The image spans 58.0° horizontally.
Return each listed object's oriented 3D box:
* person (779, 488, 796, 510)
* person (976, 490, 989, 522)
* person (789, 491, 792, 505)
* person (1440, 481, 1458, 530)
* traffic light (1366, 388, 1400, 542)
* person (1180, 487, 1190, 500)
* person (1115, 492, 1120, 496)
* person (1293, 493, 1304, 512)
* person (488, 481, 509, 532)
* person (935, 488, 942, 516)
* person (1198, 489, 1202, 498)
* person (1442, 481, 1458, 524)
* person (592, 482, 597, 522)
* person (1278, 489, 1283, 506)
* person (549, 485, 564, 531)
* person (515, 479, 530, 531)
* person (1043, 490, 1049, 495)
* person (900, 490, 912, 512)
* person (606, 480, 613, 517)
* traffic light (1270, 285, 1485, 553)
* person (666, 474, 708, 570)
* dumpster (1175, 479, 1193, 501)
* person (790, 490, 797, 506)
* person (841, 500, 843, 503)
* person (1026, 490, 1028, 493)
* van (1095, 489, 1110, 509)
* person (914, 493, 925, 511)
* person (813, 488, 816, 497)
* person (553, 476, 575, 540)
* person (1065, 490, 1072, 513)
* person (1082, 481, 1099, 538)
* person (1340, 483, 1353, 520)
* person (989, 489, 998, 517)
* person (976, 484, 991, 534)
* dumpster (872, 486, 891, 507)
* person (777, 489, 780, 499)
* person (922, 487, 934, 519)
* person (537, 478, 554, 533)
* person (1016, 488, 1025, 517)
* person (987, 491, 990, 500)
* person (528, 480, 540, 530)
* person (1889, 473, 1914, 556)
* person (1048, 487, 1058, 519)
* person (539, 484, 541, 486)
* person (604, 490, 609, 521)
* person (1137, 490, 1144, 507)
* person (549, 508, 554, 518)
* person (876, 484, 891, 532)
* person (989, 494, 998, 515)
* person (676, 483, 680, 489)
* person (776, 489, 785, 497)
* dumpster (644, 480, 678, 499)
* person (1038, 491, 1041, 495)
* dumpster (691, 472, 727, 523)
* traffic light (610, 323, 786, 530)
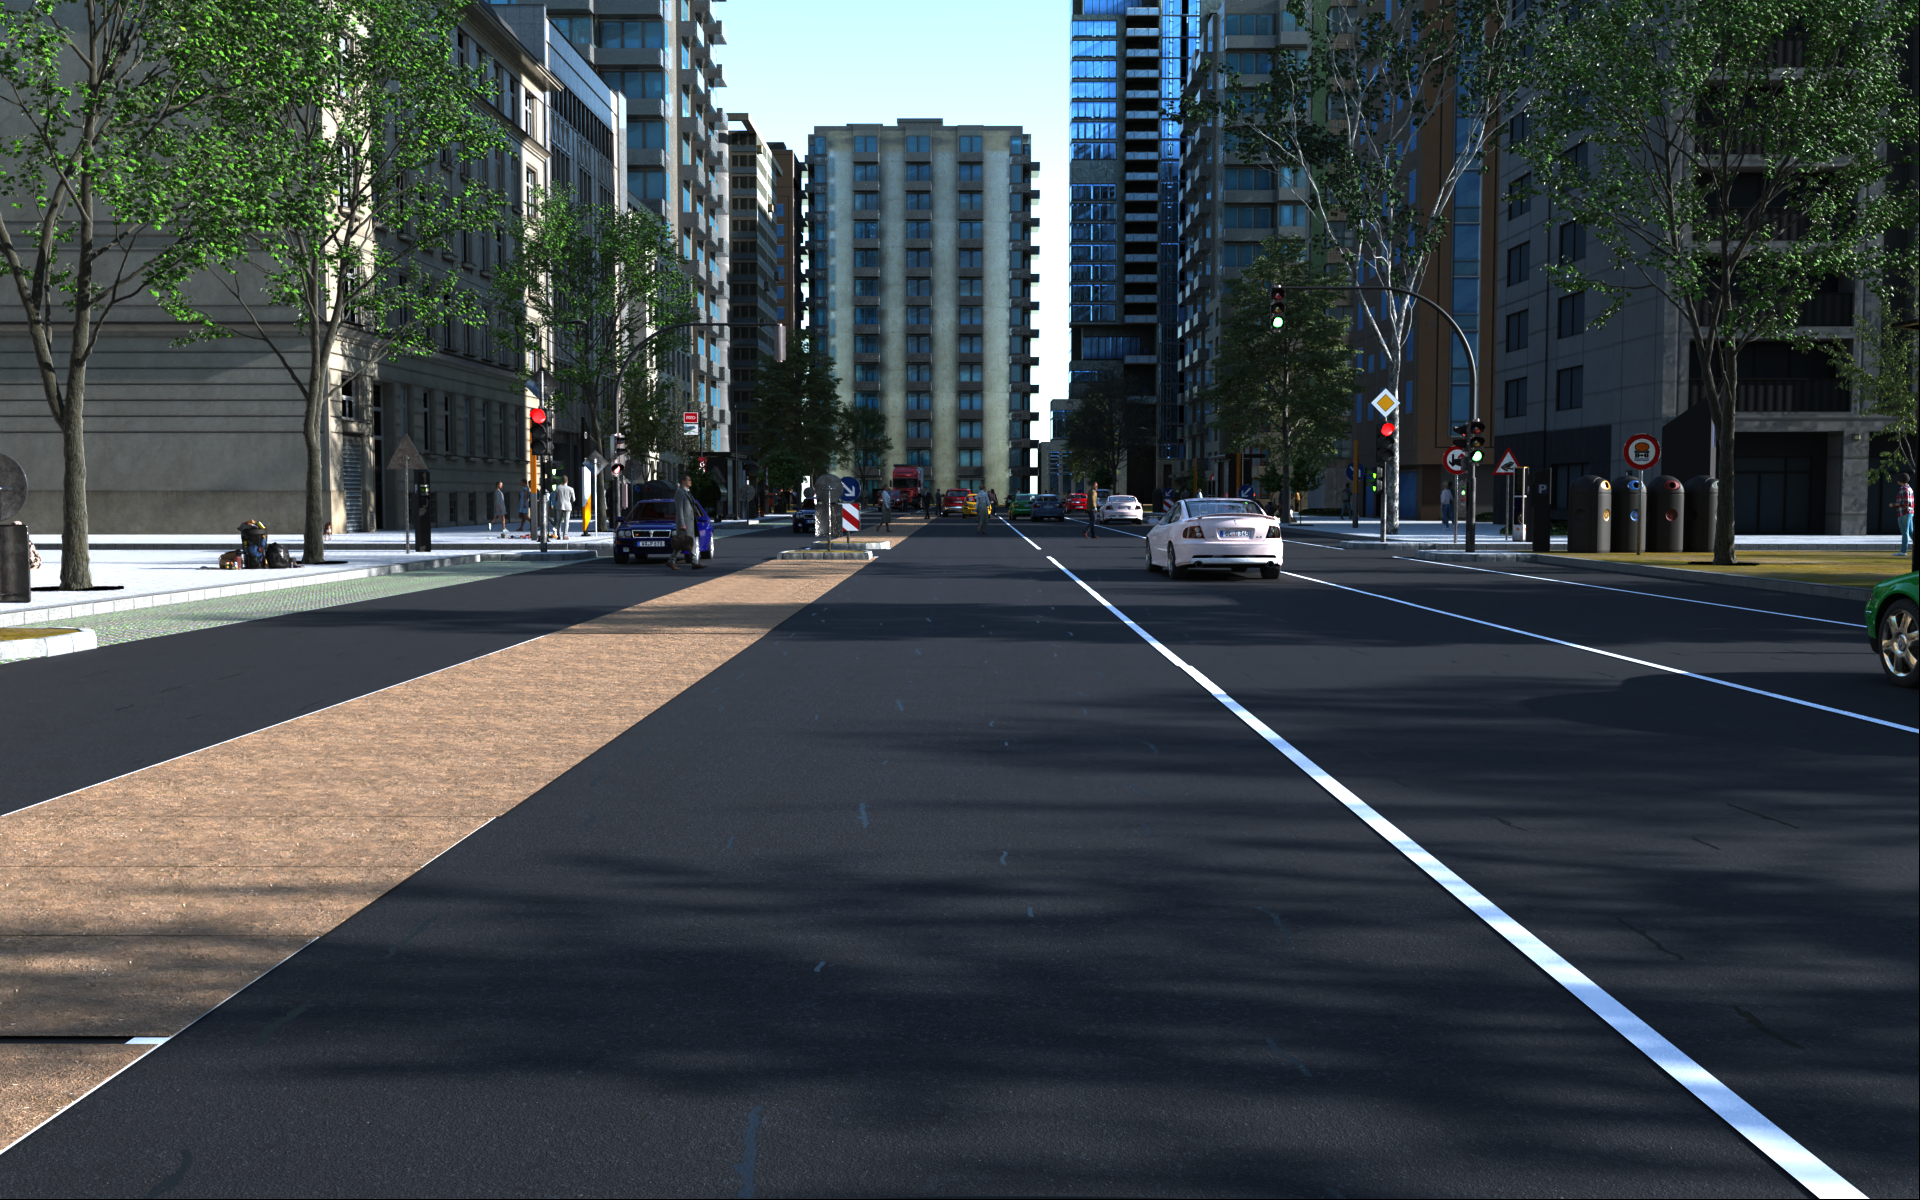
[{"bbox_3d":[-13.509,-7.925,135.249,1.348,1.869,0.705,0,4,-7],"label":"person"},{"bbox_3d":[1.125,-4.773,86.317,0.659,1.850,0.755,-3,5,-43],"label":"person"},{"bbox_3d":[-19.360,-11.701,198.152,0.445,1.727,0.742,-3,5,-40],"label":"person"},{"bbox_3d":[17.350,-3.336,61.260,0.598,1.740,0.731,2,4,34],"label":"person"},{"bbox_3d":[11.243,-3.490,45.985,0.839,4.253,0.868,0,4,0],"label":"traffic light"},{"bbox_3d":[11.908,-5.094,91.971,0.592,1.802,0.473,0,4,-5],"label":"person"},{"bbox_3d":[13.821,-8.806,153.256,0.697,1.427,0.421,3,5,43],"label":"person"},{"bbox_3d":[24.051,-7.174,123.432,0.705,1.812,1.348,3,5,43],"label":"person"},{"bbox_3d":[-15.660,-3.179,58.772,0.466,1.731,0.760,3,5,40],"label":"person"},{"bbox_3d":[-1.329,-6.408,113.440,0.590,1.801,0.661,1,4,23],"label":"person"},{"bbox_3d":[14.547,-5.952,105.174,0.330,1.601,0.589,2,4,28],"label":"person"},{"bbox_3d":[20.826,-4.146,73.822,0.713,1.824,0.794,-2,4,-26],"label":"person"},{"bbox_3d":[-16.376,-4.421,78.338,0.620,1.820,0.660,0,4,0],"label":"person"},{"bbox_3d":[17.859,-5.465,95.492,0.694,1.812,0.767,0,4,7],"label":"person"},{"bbox_3d":[-12.746,-2.959,54.772,0.444,1.785,0.601,-3,5,-44],"label":"person"},{"bbox_3d":[-15.072,-3.306,60.190,0.778,1.811,0.616,0,4,5],"label":"person"},{"bbox_3d":[8.692,-10.214,175.508,1.348,1.823,0.705,0,4,1],"label":"person"},{"bbox_3d":[-4.398,-8.031,140.521,1.217,1.736,0.721,2,4,31],"label":"person"},{"bbox_3d":[-13.879,-3.864,69.179,0.622,1.834,0.822,1,4,9],"label":"person"},{"bbox_3d":[9.100,-3.866,37.872,4.771,5.953,1.251,0,4,0],"label":"traffic light"},{"bbox_3d":[-5.183,-1.481,32.811,0.767,1.812,0.694,0,4,3],"label":"person"},{"bbox_3d":[15.161,-6.890,115.146,1.502,2.255,1.985,0,4,0],"label":"dumpster"},{"bbox_3d":[-17.504,-10.738,182.555,0.756,1.711,0.436,-1,4,-10],"label":"person"},{"bbox_3d":[-13.676,-11.783,198.560,0.599,1.838,0.709,-2,4,-29],"label":"person"},{"bbox_3d":[6.087,-9.125,157.696,1.348,1.824,0.705,-2,4,-28],"label":"person"},{"bbox_3d":[11.632,-8.371,143.884,2.013,2.044,4.112,0,4,0],"label":"van"},{"bbox_3d":[-3.209,-8.492,146.979,1.348,1.869,0.705,0,4,-8],"label":"person"},{"bbox_3d":[-10.410,-7.082,122.510,0.621,1.740,0.551,1,4,17],"label":"person"},{"bbox_3d":[-11.146,-2.602,48.778,0.606,1.804,0.583,-1,4,-13],"label":"person"},{"bbox_3d":[8.506,-7.621,133.831,1.217,1.735,0.721,-3,4,-37],"label":"person"},{"bbox_3d":[4.270,-2.917,56.099,0.836,1.842,0.656,-3,5,-44],"label":"person"},{"bbox_3d":[19.103,-4.864,85.558,0.713,1.824,0.794,0,4,-8],"label":"person"},{"bbox_3d":[2.010,-5.980,106.867,0.593,1.750,0.643,3,5,44],"label":"person"},{"bbox_3d":[0.785,-3.280,62.348,0.478,1.798,0.641,3,5,41],"label":"person"},{"bbox_3d":[-8.208,-10.780,181.208,1.985,2.255,1.502,0,4,-1],"label":"dumpster"},{"bbox_3d":[-17.076,-9.604,163.165,0.705,1.812,1.348,0,4,-2],"label":"person"},{"bbox_3d":[-1.914,-5.511,98.387,0.659,1.850,0.755,3,4,37],"label":"person"},{"bbox_3d":[-13.608,-3.131,57.082,0.795,1.843,0.661,-1,4,-23],"label":"person"},{"bbox_3d":[3.724,-6.065,107.762,0.850,1.850,0.679,3,4,37],"label":"person"},{"bbox_3d":[2.468,-8.837,153.792,0.445,1.727,0.742,-1,4,-19],"label":"person"},{"bbox_3d":[-15.183,-3.387,61.774,0.623,1.781,0.721,3,5,43],"label":"person"},{"bbox_3d":[19.636,-1.775,35.901,0.643,1.720,0.563,3,4,38],"label":"person"},{"bbox_3d":[5.309,-5.501,98.544,0.767,1.812,0.694,2,4,26],"label":"person"},{"bbox_3d":[-17.664,-4.090,73.134,0.641,1.798,0.478,0,4,-6],"label":"person"},{"bbox_3d":[-16.681,-4.568,81.011,0.520,1.790,0.573,-3,5,-43],"label":"person"},{"bbox_3d":[18.022,-10.147,172.668,0.721,1.735,1.217,3,5,40],"label":"person"},{"bbox_3d":[-16.195,-3.732,67.548,0.515,1.767,0.782,-3,5,-42],"label":"person"},{"bbox_3d":[-2.823,-3.410,64.475,0.641,1.798,0.478,1,4,19],"label":"person"},{"bbox_3d":[2.126,-6.280,111.594,0.576,1.772,0.534,-2,4,-33],"label":"person"},{"bbox_3d":[-12.764,-4.413,78.689,0.782,1.767,0.515,-1,4,-17],"label":"person"},{"bbox_3d":[-15.135,-8.525,145.957,0.750,1.759,0.617,-2,4,-35],"label":"person"},{"bbox_3d":[-12.336,-3.990,71.000,1.264,1.857,1.865,0,4,1],"label":"dumpster"},{"bbox_3d":[7.751,-9.850,170.263,1.217,1.735,0.721,1,4,14],"label":"person"},{"bbox_3d":[-11.283,-4.580,77.381,1.502,2.255,1.985,0,4,0],"label":"dumpster"},{"bbox_3d":[-7.026,-4.370,46.118,4.771,5.953,1.251,0,4,0],"label":"traffic light"}]
